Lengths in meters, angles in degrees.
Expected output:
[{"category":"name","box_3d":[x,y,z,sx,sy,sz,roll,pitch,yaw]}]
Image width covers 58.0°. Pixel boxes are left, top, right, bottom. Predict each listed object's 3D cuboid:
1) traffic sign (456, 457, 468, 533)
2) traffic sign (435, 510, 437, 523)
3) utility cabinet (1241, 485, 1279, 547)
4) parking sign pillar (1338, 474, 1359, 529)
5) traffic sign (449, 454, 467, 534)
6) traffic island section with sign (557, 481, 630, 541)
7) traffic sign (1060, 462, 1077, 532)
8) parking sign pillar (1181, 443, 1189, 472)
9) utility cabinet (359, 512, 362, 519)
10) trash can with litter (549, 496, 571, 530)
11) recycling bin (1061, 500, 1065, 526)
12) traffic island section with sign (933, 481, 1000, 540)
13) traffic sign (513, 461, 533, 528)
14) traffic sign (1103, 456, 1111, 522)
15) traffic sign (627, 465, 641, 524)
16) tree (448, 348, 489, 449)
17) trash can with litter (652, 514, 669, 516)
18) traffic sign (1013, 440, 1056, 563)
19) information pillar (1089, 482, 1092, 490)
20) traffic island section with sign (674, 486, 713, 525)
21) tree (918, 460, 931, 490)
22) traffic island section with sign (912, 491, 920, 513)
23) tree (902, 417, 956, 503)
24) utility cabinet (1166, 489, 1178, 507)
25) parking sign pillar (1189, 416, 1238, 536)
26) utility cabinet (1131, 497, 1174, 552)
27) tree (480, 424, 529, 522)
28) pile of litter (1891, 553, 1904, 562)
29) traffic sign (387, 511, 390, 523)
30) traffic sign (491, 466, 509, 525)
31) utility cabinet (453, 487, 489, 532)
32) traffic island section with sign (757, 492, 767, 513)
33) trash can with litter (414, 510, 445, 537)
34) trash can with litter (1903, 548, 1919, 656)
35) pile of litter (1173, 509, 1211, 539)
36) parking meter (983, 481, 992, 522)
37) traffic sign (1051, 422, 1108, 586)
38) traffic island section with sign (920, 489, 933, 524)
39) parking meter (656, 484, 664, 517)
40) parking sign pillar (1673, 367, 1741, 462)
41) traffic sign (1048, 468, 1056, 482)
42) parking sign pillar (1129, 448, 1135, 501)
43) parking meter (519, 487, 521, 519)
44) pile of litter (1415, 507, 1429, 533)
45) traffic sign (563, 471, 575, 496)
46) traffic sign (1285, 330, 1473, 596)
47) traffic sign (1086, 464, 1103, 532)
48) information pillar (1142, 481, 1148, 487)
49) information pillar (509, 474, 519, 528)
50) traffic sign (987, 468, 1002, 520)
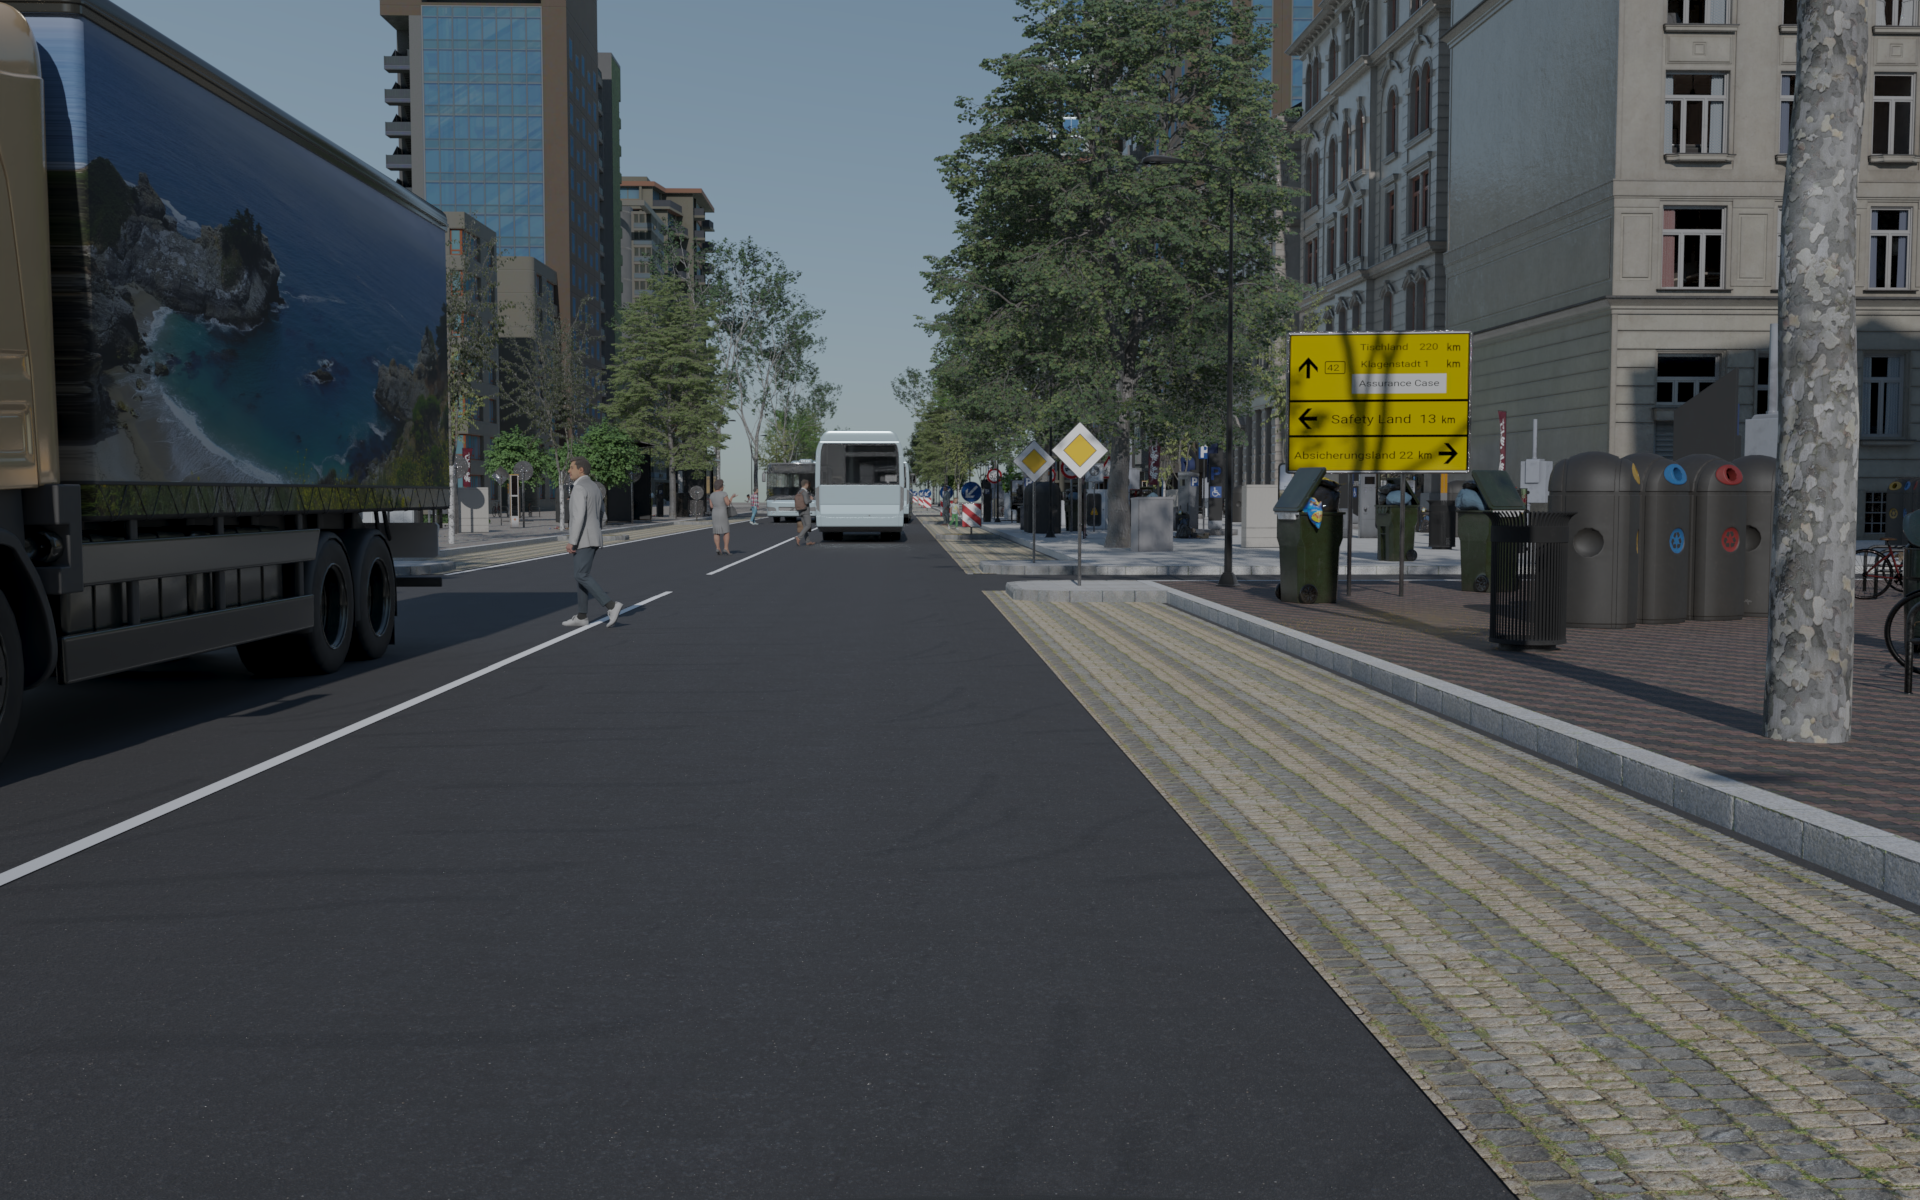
[{"category":"traffic sign","box_3d":[-16.514,-3.471,56.851,0.768,2.556,0.104,0,4,1]},{"category":"traffic sign","box_3d":[-15.436,-3.118,50.979,0.884,2.594,0.081,0,4,1]},{"category":"utility cabinet","box_3d":[7.313,-1.996,41.313,1.173,1.500,0.318,-1,4,-14]},{"category":"parking sign pillar","box_3d":[14.498,-4.646,64.427,1.447,3.967,1.447,2,4,31]},{"category":"traffic sign","box_3d":[-16.157,-3.383,55.421,0.768,2.556,0.104,0,4,0]},{"category":"traffic island section with sign","box_3d":[-11.315,-2.753,53.636,1.989,1.847,2.006,0,4,-2]},{"category":"traffic sign","box_3d":[3.775,-3.581,58.655,0.768,2.556,0.104,0,4,5]},{"category":"parking sign pillar","box_3d":[11.932,-6.208,89.980,1.447,3.967,1.447,-1,4,-19]},{"category":"utility cabinet","box_3d":[-14.238,-1.909,39.899,1.173,1.500,0.318,-2,4,-28]},{"category":"trash can with litter","box_3d":[-14.242,-3.197,63.322,1.678,1.210,2.233,-2,4,-30]},{"category":"recycling bin","box_3d":[4.250,-3.448,68.926,0.722,1.027,0.722,-1,4,-21]},{"category":"traffic island section with sign","box_3d":[0.226,-2.839,55.048,1.989,1.847,2.006,0,4,-2]},{"category":"traffic sign","box_3d":[-16.701,-4.045,66.242,0.768,2.556,0.104,0,4,1]},{"category":"traffic sign","box_3d":[5.035,-3.582,58.567,0.884,2.594,0.081,0,4,-1]},{"category":"traffic sign","box_3d":[-14.077,-4.541,74.350,0.768,2.556,0.104,0,4,1]},{"category":"tree","box_3d":[-25.183,-8.197,84.387,4.737,8.622,4.395,0,3,0]},{"category":"trash can with litter","box_3d":[-18.029,-5.494,100.890,2.233,1.210,1.678,-1,4,-19]},{"category":"traffic sign","box_3d":[1.372,-1.742,32.129,0.795,2.450,0.064,0,4,-2]},{"category":"information pillar","box_3d":[5.894,-5.287,77.804,0.183,3.616,0.504,-1,4,-12]},{"category":"traffic island section with sign","box_3d":[-12.325,-4.439,81.202,1.989,1.847,2.006,0,4,-2]},{"category":"tree","box_3d":[-3.040,-16.390,218.338,4.360,8.622,3.978,0,3,0]},{"category":"traffic island section with sign","box_3d":[-2.617,-7.542,131.943,1.989,1.847,2.006,0,4,-2]},{"category":"tree","box_3d":[-4.469,-20.335,249.485,9.611,12.733,9.660,0,3,0]},{"category":"utility cabinet","box_3d":[10.266,-4.535,82.832,0.318,1.500,1.173,-1,4,-22]},{"category":"parking sign pillar","box_3d":[7.980,-4.015,54.115,1.447,3.967,1.447,0,4,7]},{"category":"utility cabinet","box_3d":[4.289,-1.685,38.710,1.020,1.237,0.306,-2,4,-34]},{"category":"tree","box_3d":[-20.692,-5.952,81.033,4.285,4.588,4.351,0,3,0]},{"category":"pile of litter","box_3d":[18.315,-1.159,32.909,1.719,0.858,1.176,-1,4,-21]},{"category":"traffic sign","box_3d":[-10.465,-1.717,31.714,0.795,2.450,0.064,0,4,-2]},{"category":"traffic sign","box_3d":[-18.751,-4.255,70.749,0.795,2.450,0.064,0,4,5]},{"category":"utility cabinet","box_3d":[-16.277,-2.985,57.479,1.173,1.500,0.318,-2,4,-28]},{"category":"traffic island section with sign","box_3d":[-14.107,-7.393,129.507,1.989,1.847,2.006,0,4,-2]},{"category":"trash can with litter","box_3d":[-16.392,-2.542,52.625,1.678,1.210,2.233,-2,4,-23]},{"category":"trash can with litter","box_3d":[7.869,-0.145,13.766,0.624,1.170,1.055,1,4,20]},{"category":"pile of litter","box_3d":[6.689,-2.221,50.285,1.176,0.858,1.719,0,4,8]},{"category":"parking meter","box_3d":[1.266,-4.499,79.263,0.399,1.863,0.255,0,4,3]},{"category":"traffic sign","box_3d":[1.666,-1.254,24.149,0.795,2.450,0.064,0,4,-2]},{"category":"traffic island section with sign","box_3d":[-0.767,-4.489,82.017,1.989,1.847,2.006,0,4,-2]},{"category":"parking meter","box_3d":[-16.866,-5.599,97.255,0.399,1.863,0.255,-2,4,-32]},{"category":"parking sign pillar","box_3d":[16.125,-2.993,37.414,1.447,3.967,1.447,3,5,42]},{"category":"traffic sign","box_3d":[4.181,-5.023,82.236,0.768,2.556,0.104,0,4,-1]},{"category":"parking sign pillar","box_3d":[8.954,-6.527,95.182,1.447,3.967,1.447,0,4,0]},{"category":"parking meter","box_3d":[-23.265,-5.206,90.824,0.399,1.863,0.255,-3,4,-36]},{"category":"pile of litter","box_3d":[15.755,-2.675,57.695,1.176,0.858,1.719,1,4,17]},{"category":"traffic sign","box_3d":[-17.013,-4.488,75.516,0.606,2.300,0.079,0,4,1]},{"category":"traffic sign","box_3d":[5.217,-1.700,21.666,2.265,3.308,0.079,0,4,7]},{"category":"traffic sign","box_3d":[4.522,-3.441,58.382,0.606,2.300,0.079,0,4,-2]},{"category":"information pillar","box_3d":[10.417,-5.677,97.304,0.304,2.012,0.304,2,4,28]},{"category":"information pillar","box_3d":[-16.682,-3.688,64.793,0.304,2.012,0.304,-2,4,-23]},{"category":"traffic sign","box_3d":[1.687,-5.170,84.630,0.768,2.556,0.104,0,4,5]}]
